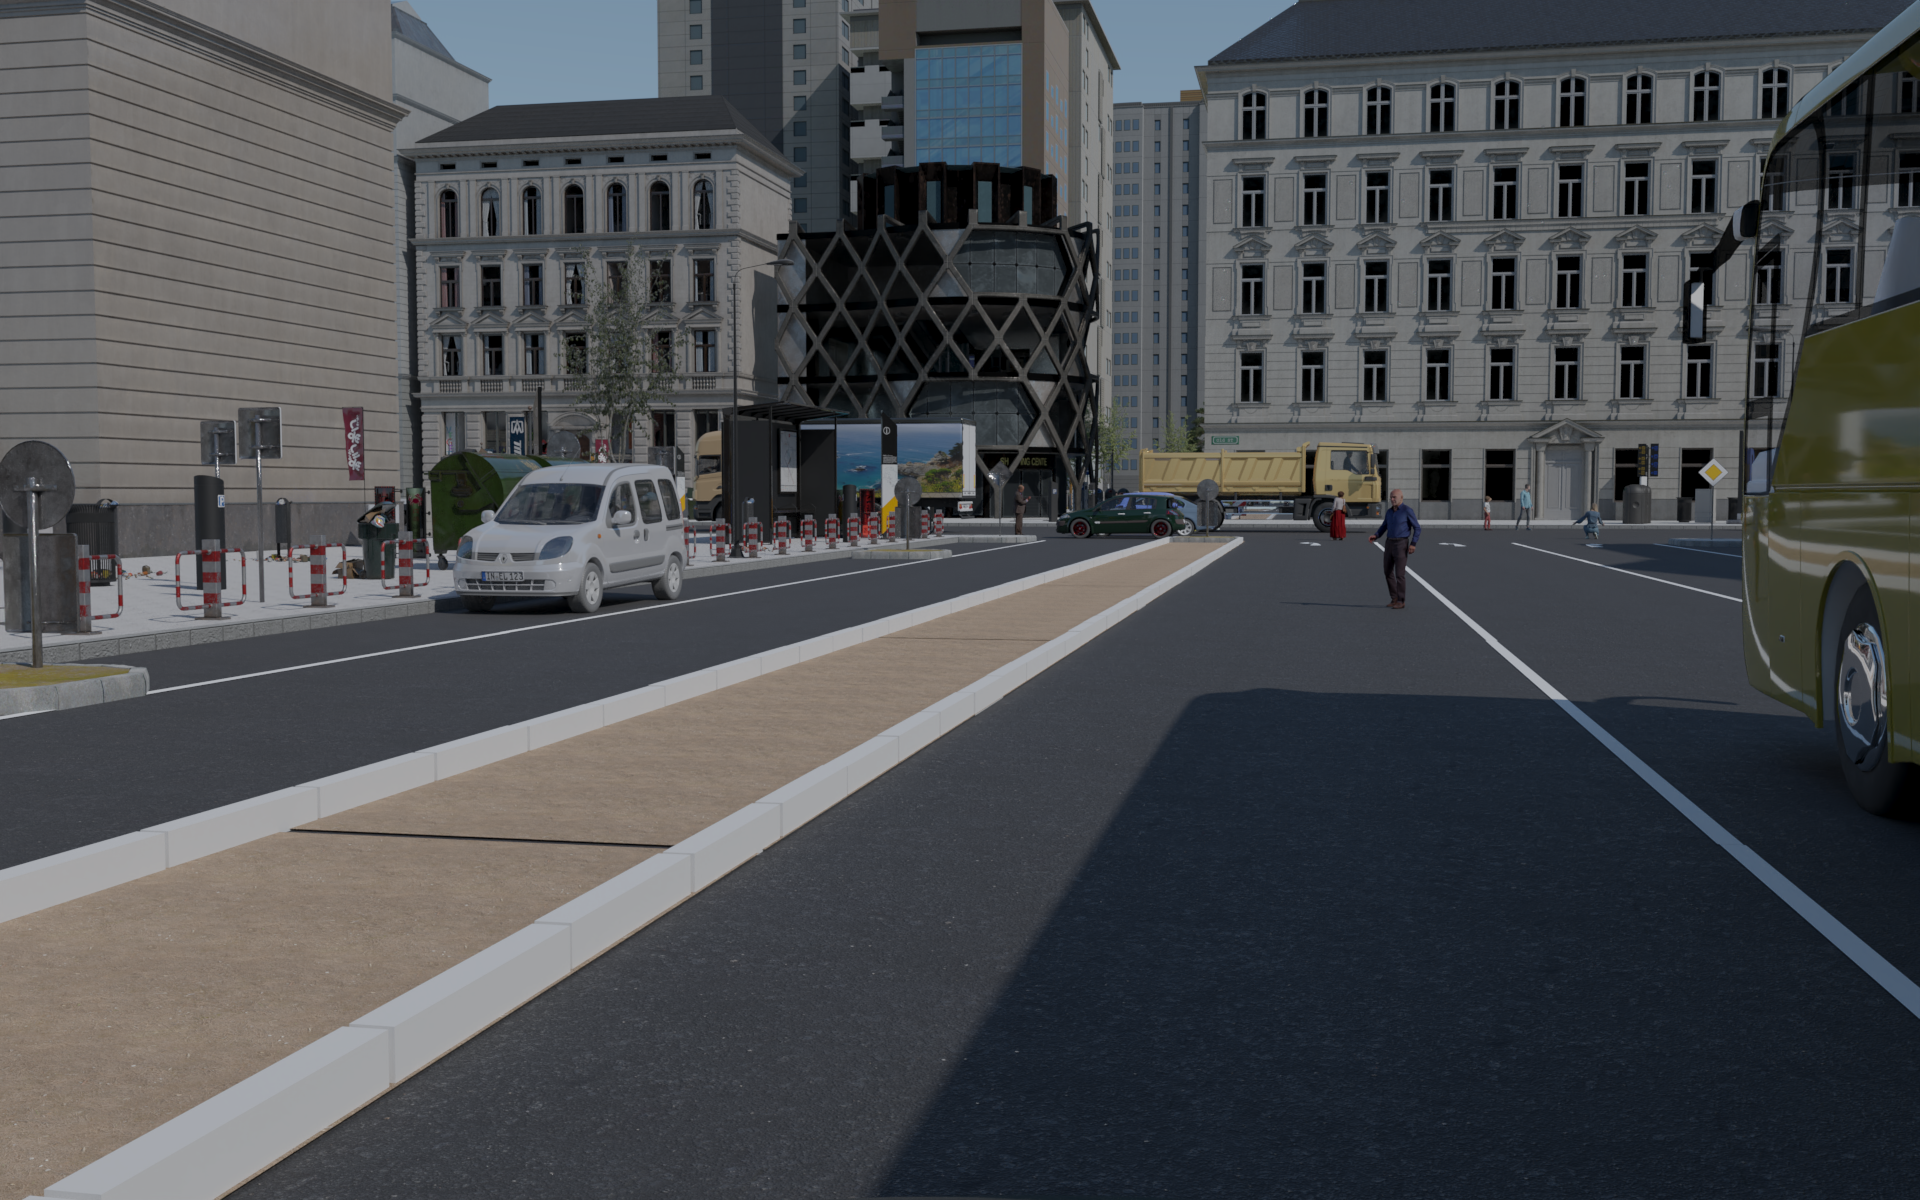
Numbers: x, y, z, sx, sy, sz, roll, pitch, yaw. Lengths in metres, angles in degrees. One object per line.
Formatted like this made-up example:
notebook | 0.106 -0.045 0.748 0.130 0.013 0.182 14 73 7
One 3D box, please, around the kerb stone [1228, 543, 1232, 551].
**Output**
kerb stone | 6.594 -1.270 42.967 0.120 0.150 1.000 1 4 12

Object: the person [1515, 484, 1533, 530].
person | 22.344 -3.678 68.502 0.638 1.841 0.748 -1 4 -22

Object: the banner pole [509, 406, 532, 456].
banner pole | -12.417 -3.622 49.239 0.863 3.779 0.401 1 4 11

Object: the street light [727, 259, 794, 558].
street light | -3.963 -3.791 34.516 1.470 5.913 1.316 1 4 12

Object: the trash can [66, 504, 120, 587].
trash can | -12.085 -0.761 24.090 0.748 1.137 0.748 0 3 0

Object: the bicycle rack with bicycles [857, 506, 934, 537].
bicycle rack with bicycles | -2.217 -2.427 53.071 2.925 0.926 2.852 0 4 5

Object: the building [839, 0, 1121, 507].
building | 2.049 -36.621 187.999 27.495 52.752 28.713 1 4 12

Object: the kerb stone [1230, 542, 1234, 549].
kerb stone | 6.809 -1.328 43.970 0.120 0.150 1.000 1 4 12

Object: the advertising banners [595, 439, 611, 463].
advertising banners | -11.985 -3.571 54.578 2.074 3.025 0.090 -2 4 -28

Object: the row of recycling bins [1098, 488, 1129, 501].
row of recycling bins | 9.856 -6.830 118.785 3.534 1.692 1.069 -1 4 -8

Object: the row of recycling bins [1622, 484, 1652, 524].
row of recycling bins | 29.446 -4.165 75.203 1.069 1.692 3.534 2 4 27

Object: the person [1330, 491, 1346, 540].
person | 11.710 -2.606 53.581 0.523 1.526 0.387 -1 4 -10

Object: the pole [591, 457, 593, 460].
pole | -18.189 -5.622 85.769 0.158 3.312 0.155 0 3 0

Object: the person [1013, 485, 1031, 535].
person | 2.102 -3.060 59.214 0.600 1.739 0.565 -1 4 -19

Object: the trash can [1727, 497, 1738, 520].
trash can | 34.413 -3.987 76.844 0.748 1.137 0.748 0 3 0

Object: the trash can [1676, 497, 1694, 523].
trash can | 32.678 -4.066 78.133 0.748 1.137 0.748 0 3 0

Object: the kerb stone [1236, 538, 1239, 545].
kerb stone | 7.429 -1.517 46.993 0.120 0.150 1.000 1 4 12

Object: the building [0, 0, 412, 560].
building | -27.470 -14.919 41.193 25.104 27.353 12.463 1 4 12

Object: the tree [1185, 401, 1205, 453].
tree | 30.124 -18.209 205.138 7.806 13.903 7.818 0 3 0

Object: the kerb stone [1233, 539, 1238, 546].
kerb stone | 7.222 -1.455 45.982 0.120 0.150 1.000 1 4 12

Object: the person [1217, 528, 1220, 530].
person | 10.287 -3.731 69.628 0.434 1.807 0.598 3 5 43

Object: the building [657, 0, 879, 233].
building | -20.811 -46.415 197.138 20.611 71.187 20.563 1 4 12

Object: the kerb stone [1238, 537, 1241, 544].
kerb stone | 7.645 -1.577 48.004 0.120 0.150 1.000 1 4 12

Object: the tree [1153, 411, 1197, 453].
tree | 18.996 -12.319 151.786 4.737 8.622 4.395 0 3 0

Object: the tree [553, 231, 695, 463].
tree | -9.689 -6.048 49.243 4.360 8.622 3.978 0 3 0

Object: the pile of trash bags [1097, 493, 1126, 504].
pile of trash bags | 9.121 -6.251 111.959 3.447 1.369 1.912 0 4 -6

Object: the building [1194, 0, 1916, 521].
building | 34.922 -19.190 90.169 44.131 29.872 17.030 1 4 12

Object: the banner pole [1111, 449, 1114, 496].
banner pole | 8.457 -6.507 96.408 0.401 3.779 0.863 1 4 14

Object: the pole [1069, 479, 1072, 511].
pole | 8.481 -8.489 132.633 0.158 3.312 0.155 0 3 0

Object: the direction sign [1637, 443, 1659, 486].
direction sign | 30.853 -5.242 77.710 0.876 3.537 0.379 2 4 35

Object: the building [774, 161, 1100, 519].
building | -0.417 -14.082 97.694 16.811 18.784 16.820 1 4 12

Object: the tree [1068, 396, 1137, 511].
tree | 11.058 -10.919 128.887 4.737 8.622 4.395 0 3 0

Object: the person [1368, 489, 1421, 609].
person | 5.402 -0.645 21.734 0.600 1.496 0.574 -1 4 -13

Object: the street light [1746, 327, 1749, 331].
street light | 22.485 -4.620 48.073 1.470 5.913 1.316 1 4 12

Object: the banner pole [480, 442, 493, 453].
banner pole | -23.011 -5.757 84.148 0.863 3.779 0.401 -3 5 -44

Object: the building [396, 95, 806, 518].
building | -19.887 -16.487 98.443 19.941 23.489 11.050 1 4 12

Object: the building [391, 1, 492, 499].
building | -44.197 -19.940 103.506 29.804 29.767 11.434 1 4 12

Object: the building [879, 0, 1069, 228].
building | 1.696 -30.770 153.205 14.600 45.320 14.200 1 4 12

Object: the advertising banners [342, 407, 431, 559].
advertising banners | -11.433 -2.342 34.481 2.074 3.025 0.090 1 4 21

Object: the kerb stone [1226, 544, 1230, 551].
kerb stone | 6.390 -1.206 41.957 0.120 0.150 1.000 1 4 12

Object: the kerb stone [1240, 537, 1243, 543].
kerb stone | 7.850 -1.640 49.013 0.120 0.150 1.000 1 4 12

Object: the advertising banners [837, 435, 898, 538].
advertising banners | -2.739 -3.320 50.473 2.074 3.025 0.090 -2 4 -29

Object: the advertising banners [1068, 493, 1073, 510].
advertising banners | 8.566 -8.970 142.850 2.074 3.025 0.090 -3 5 -42

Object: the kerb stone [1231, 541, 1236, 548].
kerb stone | 7.011 -1.390 44.977 0.120 0.150 1.000 1 4 12

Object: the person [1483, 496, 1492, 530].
person | 20.798 -3.411 68.185 0.340 1.345 0.435 1 4 22

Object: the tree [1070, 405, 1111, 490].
tree | 8.664 -10.664 124.723 4.360 8.622 3.978 0 3 0

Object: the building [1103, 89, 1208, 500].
building | 26.013 -43.739 257.129 28.212 58.520 21.231 1 4 12

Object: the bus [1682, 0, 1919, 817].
bus | 4.563 -0.781 4.319 2.896 3.916 12.252 1 4 12

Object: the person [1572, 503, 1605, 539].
person | 20.085 -2.527 55.315 1.012 1.151 0.738 1 4 17
